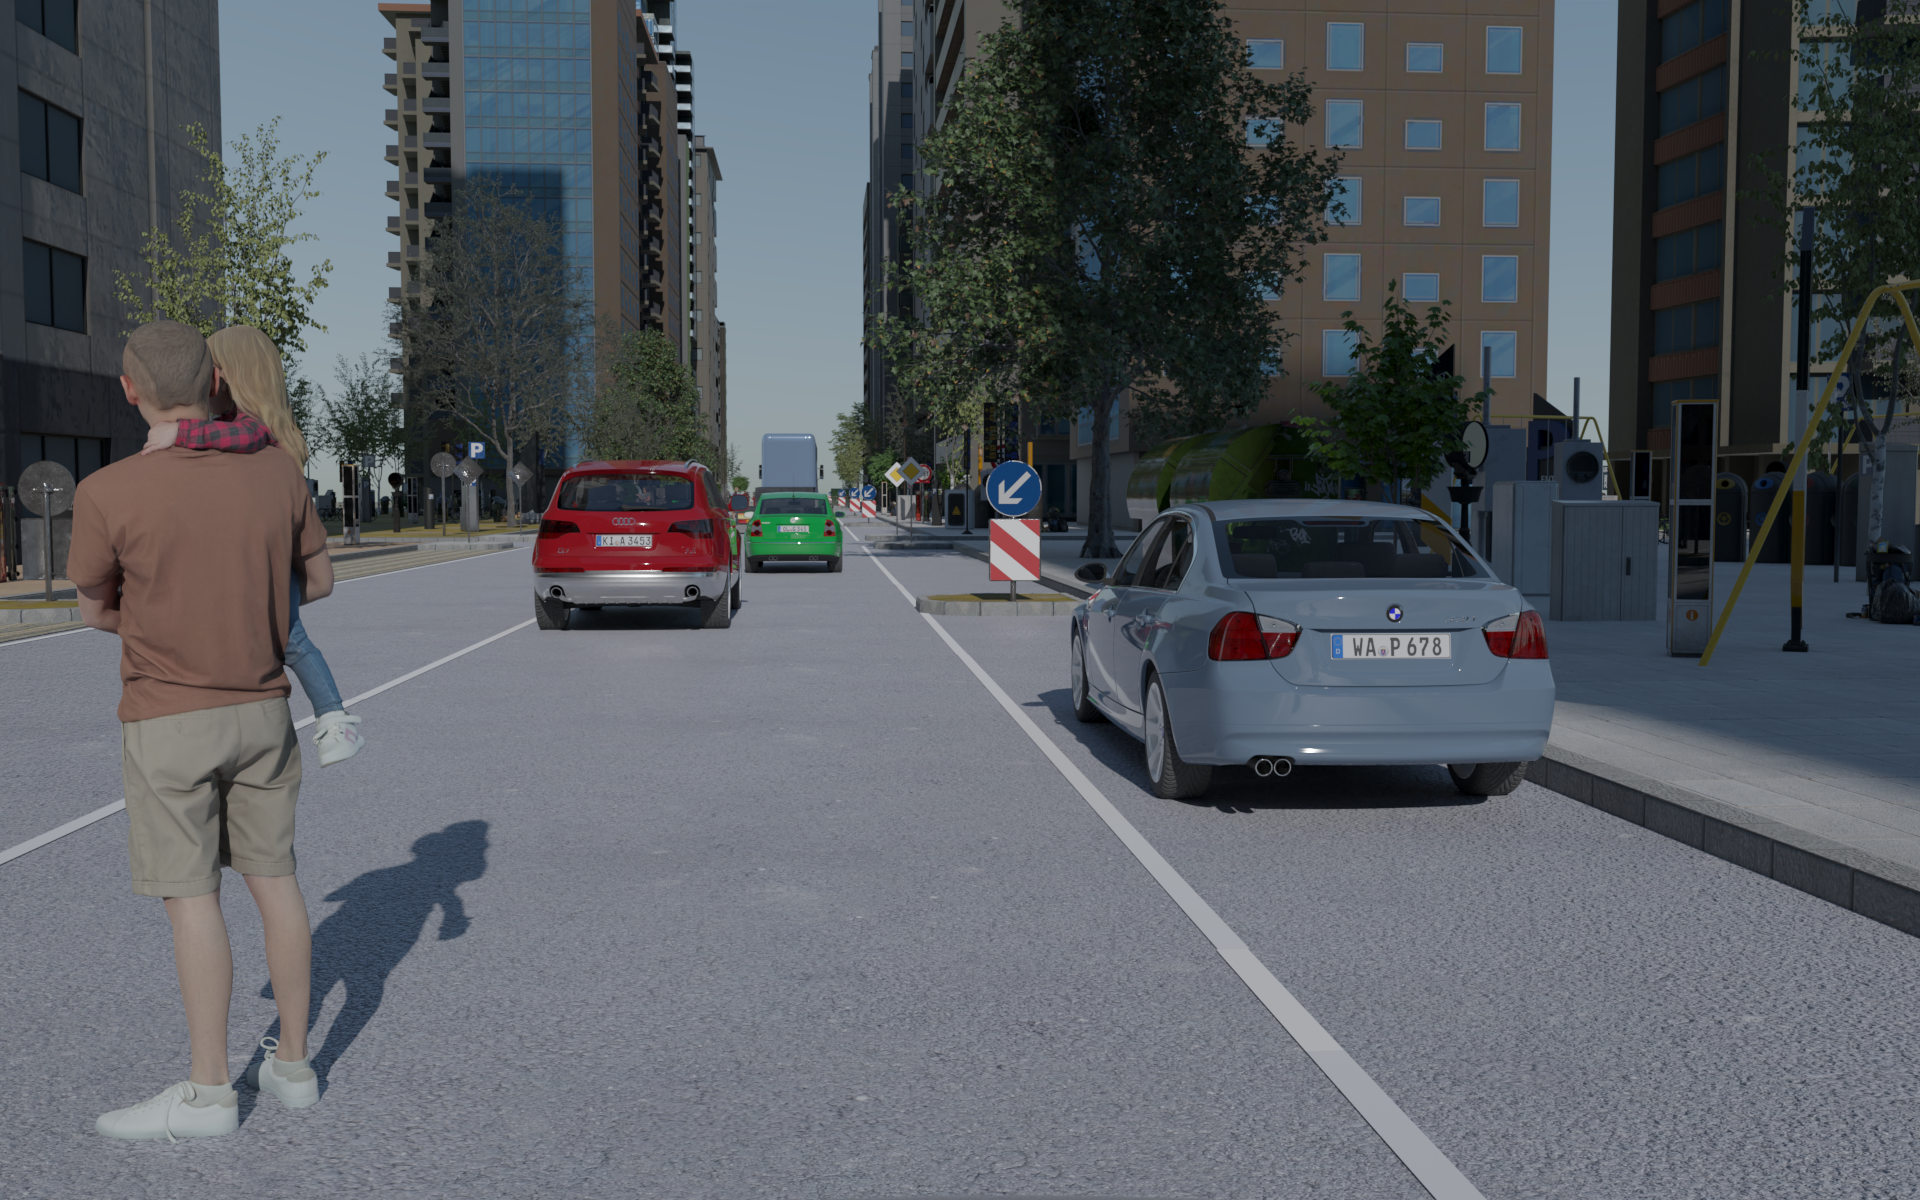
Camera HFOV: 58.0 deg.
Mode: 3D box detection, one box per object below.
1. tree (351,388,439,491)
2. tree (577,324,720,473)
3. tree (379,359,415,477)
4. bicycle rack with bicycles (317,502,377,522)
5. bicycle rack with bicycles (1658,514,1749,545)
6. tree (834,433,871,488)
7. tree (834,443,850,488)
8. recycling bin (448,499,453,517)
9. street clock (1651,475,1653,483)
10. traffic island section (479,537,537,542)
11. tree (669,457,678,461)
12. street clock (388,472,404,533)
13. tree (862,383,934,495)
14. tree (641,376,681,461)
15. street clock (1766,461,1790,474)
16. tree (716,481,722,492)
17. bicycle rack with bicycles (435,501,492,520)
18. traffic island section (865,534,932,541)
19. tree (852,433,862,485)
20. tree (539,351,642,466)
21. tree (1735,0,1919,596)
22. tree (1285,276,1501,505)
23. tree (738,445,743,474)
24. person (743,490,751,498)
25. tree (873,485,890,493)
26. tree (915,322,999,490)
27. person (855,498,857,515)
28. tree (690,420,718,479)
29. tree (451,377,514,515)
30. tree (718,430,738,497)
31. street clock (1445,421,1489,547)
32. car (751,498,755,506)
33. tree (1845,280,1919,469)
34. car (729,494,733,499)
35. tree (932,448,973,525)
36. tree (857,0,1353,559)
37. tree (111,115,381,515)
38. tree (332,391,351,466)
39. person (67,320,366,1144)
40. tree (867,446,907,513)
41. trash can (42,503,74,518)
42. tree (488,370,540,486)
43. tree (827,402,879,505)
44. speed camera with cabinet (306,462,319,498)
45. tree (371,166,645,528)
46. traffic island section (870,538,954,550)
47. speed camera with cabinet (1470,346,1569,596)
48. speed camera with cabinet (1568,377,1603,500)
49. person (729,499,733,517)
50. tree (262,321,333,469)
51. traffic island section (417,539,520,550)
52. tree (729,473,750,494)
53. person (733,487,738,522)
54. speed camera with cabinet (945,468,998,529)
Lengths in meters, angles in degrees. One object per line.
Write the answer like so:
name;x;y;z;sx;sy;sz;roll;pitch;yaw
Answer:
tree;-36.754;-10.000;113.858;4.360;8.622;3.978;0;3;0
tree;-21.026;-12.220;116.813;9.611;12.733;9.660;0;3;0
tree;-30.882;-8.478;88.984;4.737;8.622;4.395;0;3;0
bicycle rack with bicycles;-28.894;-4.156;81.337;2.925;0.926;2.852;-2;4;-28
bicycle rack with bicycles;18.715;-1.836;43.400;2.852;0.926;2.925;-3;4;-37
tree;-12.255;-15.289;200.338;4.737;8.622;4.395;0;3;0
tree;-14.571;-17.116;230.206;4.360;8.622;3.978;0;3;0
recycling bin;-29.122;-5.229;98.042;0.722;1.027;0.722;-2;4;-26
street clock;22.825;-3.254;57.766;0.471;2.002;0.358;1;4;14
traffic island section;-13.495;-1.888;53.146;2.009;0.180;2.903;0;4;-5
tree;-23.845;-9.823;144.315;4.285;4.588;4.351;0;3;0
street clock;-18.761;-3.246;57.646;0.471;2.002;0.358;0;4;0
tree;-3.097;-9.714;109.182;4.360;8.622;3.978;0;3;0
tree;-19.878;-9.576;106.924;4.360;8.622;3.978;0;3;0
street clock;17.903;-2.040;37.928;0.358;2.002;0.471;-2;4;-34
tree;-28.811;-12.700;202.247;1.663;3.219;1.824;0;3;0
bicycle rack with bicycles;-25.147;-4.467;86.414;2.925;0.926;2.852;0;4;6
traffic island section;-1.944;-1.946;54.104;2.009;0.180;2.903;0;4;-5
tree;-5.987;-11.432;137.278;4.360;8.622;3.978;0;3;0
tree;-18.557;-8.375;87.299;4.360;8.622;3.978;0;3;0
tree;11.744;-4.367;21.760;4.737;8.622;4.395;0;3;0
tree;3.889;-1.280;15.536;1.663;3.219;1.824;0;3;0
tree;-32.256;-17.800;241.388;4.360;8.622;3.978;0;3;0
person;-22.322;-10.494;180.037;1.348;1.831;0.705;-2;4;-27
tree;-6.513;-9.166;144.468;1.663;3.219;1.824;0;3;0
tree;-0.078;-7.095;66.358;4.737;8.622;4.395;0;3;0
person;-7.012;-6.307;115.895;0.425;1.301;0.394;1;4;13
tree;-24.962;-12.753;158.878;4.360;8.622;3.978;0;3;0
tree;-29.479;-9.569;106.813;4.737;8.622;4.395;0;3;0
tree;-26.516;-14.246;183.277;4.360;8.622;3.978;0;3;0
street clock;5.011;-0.773;17.201;0.471;2.002;0.358;-3;5;-40
car;-17.237;-8.757;152.210;2.155;1.783;4.494;0;4;-6
tree;25.015;-5.711;43.743;4.360;8.622;3.978;0;3;0
car;-24.926;-11.138;191.699;1.945;1.707;3.694;0;4;-6
tree;-0.248;-4.769;72.567;1.663;3.219;1.824;0;3;0
tree;2.837;-7.179;34.389;9.611;12.733;9.660;0;3;0
tree;-14.161;-5.107;33.868;4.737;8.622;4.395;0;3;0
tree;-41.091;-9.633;107.860;4.360;8.622;3.978;0;3;0
person;-1.701;0.272;4.021;0.573;1.828;0.580;0;4;-6
tree;-4.635;-8.165;117.219;4.285;4.588;4.351;0;3;0
trash can;-14.613;-1.014;28.233;0.748;1.137;0.748;0;3;0
tree;-23.237;-8.911;96.054;4.360;8.622;3.978;0;3;0
tree;-12.413;-17.986;212.194;7.486;12.596;7.792;0;3;0
speed camera with cabinet;-39.467;-6.741;104.543;0.660;3.252;2.038;0;4;7
tree;-17.359;-9.522;66.050;12.009;13.543;11.850;0;3;0
traffic island section;-1.278;-1.460;46.147;2.009;0.180;2.903;0;4;-5
speed camera with cabinet;7.233;-1.729;22.605;0.660;3.252;2.038;0;4;2
speed camera with cabinet;9.736;-2.135;29.247;2.038;3.252;0.660;0;4;4
person;-8.699;-3.190;65.340;0.352;1.250;0.332;-3;4;-36
tree;-30.312;-7.600;74.625;4.360;8.622;3.978;0;3;0
traffic island section;-12.829;-1.401;45.188;2.009;0.180;2.903;0;4;-5
tree;-33.967;-17.336;267.160;4.285;4.588;4.351;0;3;0
person;-11.808;-4.924;89.218;0.699;1.804;1.509;3;4;36
speed camera with cabinet;0.489;-4.194;62.901;2.038;3.252;0.660;1;4;18
